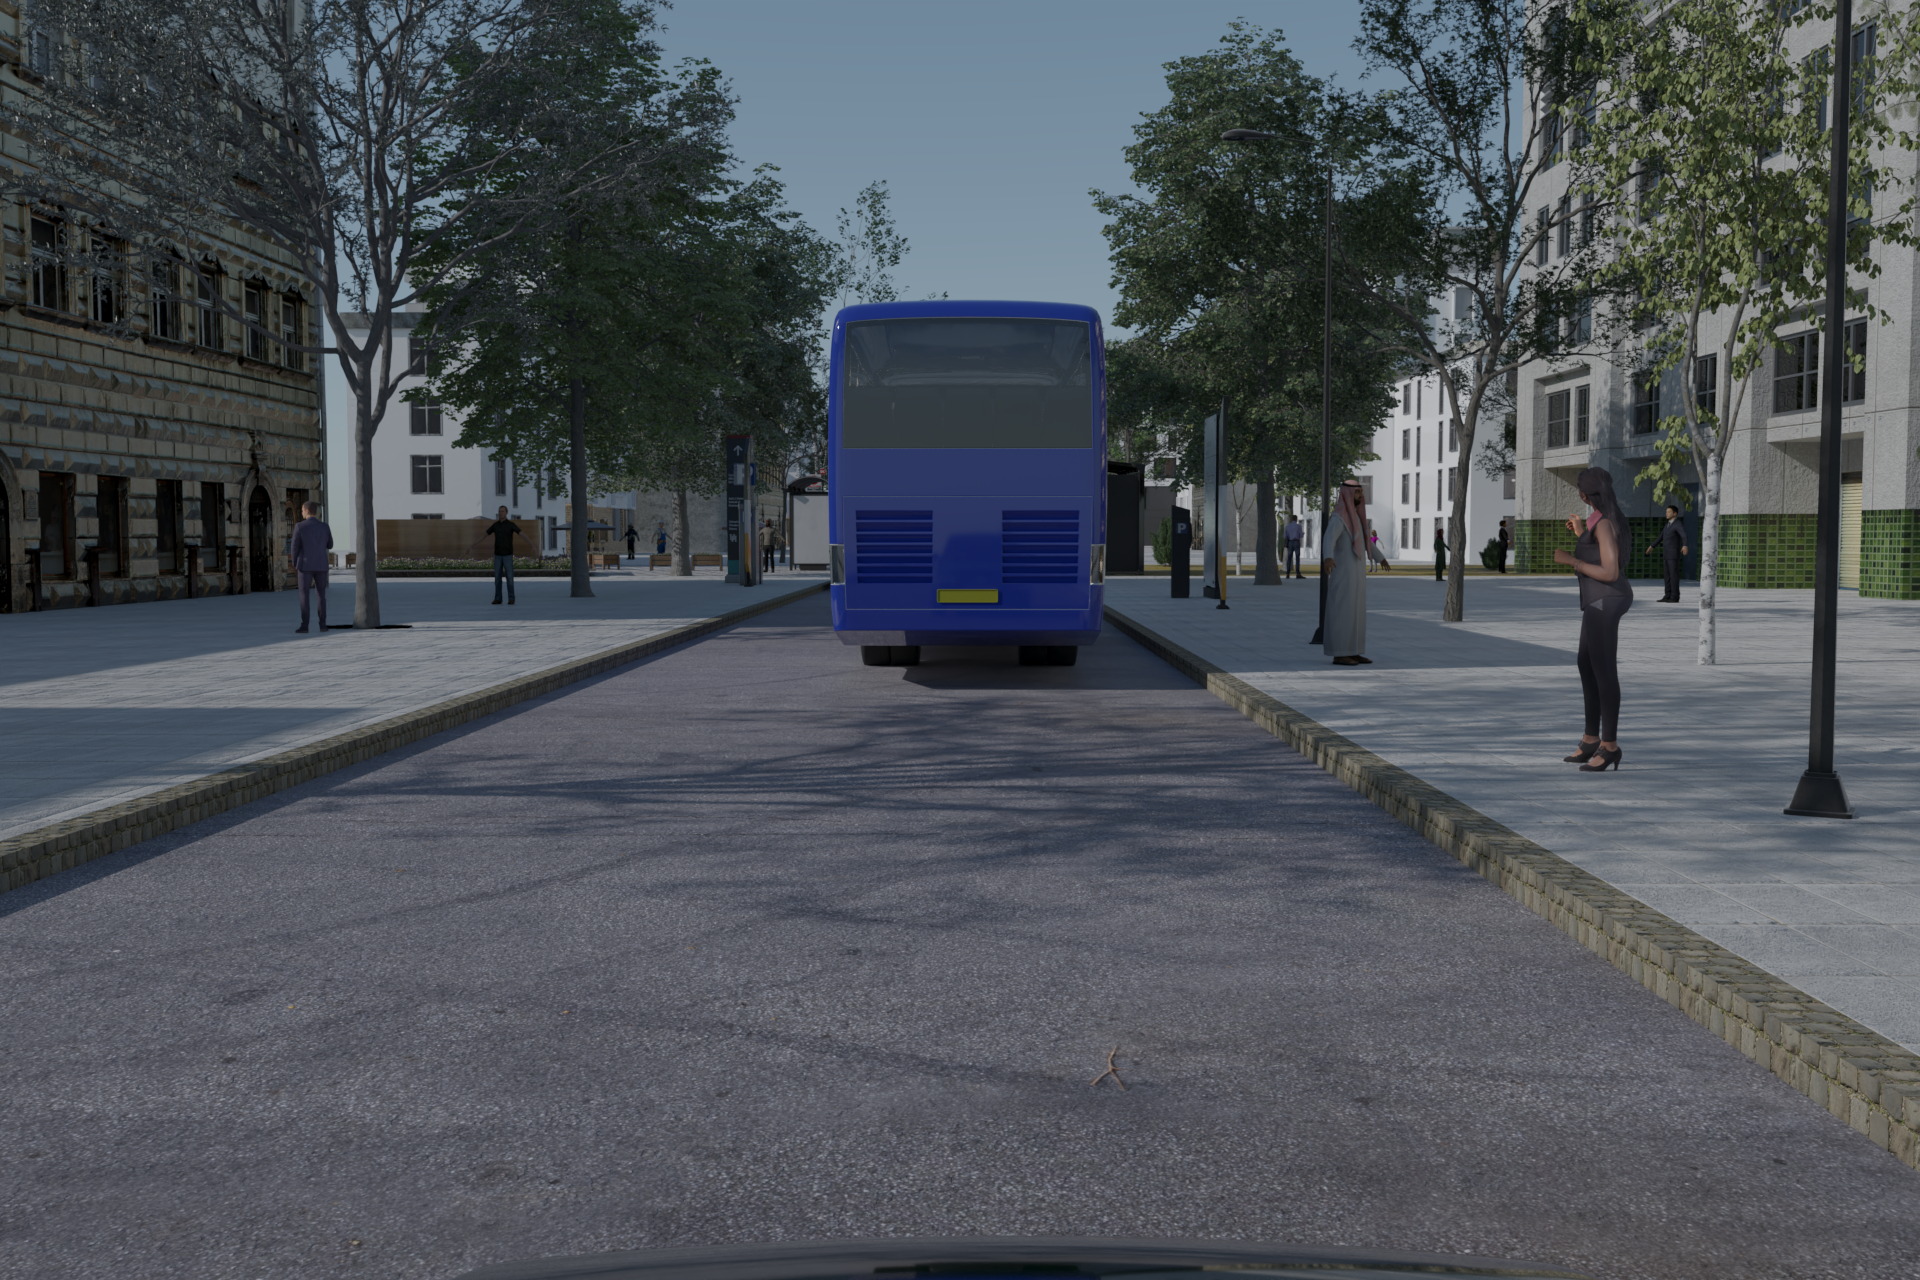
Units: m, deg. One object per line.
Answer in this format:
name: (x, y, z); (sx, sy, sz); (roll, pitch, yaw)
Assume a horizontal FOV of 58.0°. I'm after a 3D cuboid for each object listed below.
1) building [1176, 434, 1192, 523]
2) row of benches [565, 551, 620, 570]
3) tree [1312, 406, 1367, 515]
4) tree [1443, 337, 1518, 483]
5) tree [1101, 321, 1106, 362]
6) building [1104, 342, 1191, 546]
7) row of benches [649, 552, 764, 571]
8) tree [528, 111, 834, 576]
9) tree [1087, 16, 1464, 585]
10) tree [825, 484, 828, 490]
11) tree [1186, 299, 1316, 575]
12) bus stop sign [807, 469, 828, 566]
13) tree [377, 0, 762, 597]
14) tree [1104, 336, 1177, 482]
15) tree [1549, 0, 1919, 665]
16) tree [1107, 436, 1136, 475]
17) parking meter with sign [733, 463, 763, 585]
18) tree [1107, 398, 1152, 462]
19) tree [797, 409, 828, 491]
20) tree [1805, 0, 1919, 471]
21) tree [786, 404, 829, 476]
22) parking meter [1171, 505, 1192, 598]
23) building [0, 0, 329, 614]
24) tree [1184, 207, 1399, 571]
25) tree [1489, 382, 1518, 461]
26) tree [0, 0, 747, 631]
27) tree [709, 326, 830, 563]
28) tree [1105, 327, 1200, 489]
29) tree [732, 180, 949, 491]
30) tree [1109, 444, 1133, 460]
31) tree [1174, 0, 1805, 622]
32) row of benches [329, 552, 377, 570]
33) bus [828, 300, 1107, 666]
building: (27.893, -19.877, 181.408); (16.016, 20.090, 11.380); (0, 4, 0)
row of benches: (-13.594, -2.958, 63.826); (1.422, 0.672, 4.104); (-2, 4, -32)
tree: (14.214, -7.153, 67.321); (4.737, 8.622, 4.395); (0, 3, 0)
tree: (22.505, -7.931, 64.080); (8.767, 10.594, 7.601); (-2, 4, -27)
tree: (9.768, -18.214, 153.679); (12.611, 20.169, 13.585); (0, 3, 0)
building: (27.669, -21.827, 200.850); (27.936, 21.610, 32.646); (0, 4, 1)
row of benches: (-8.801, -2.775, 60.837); (4.104, 0.672, 1.422); (0, 4, -4)
tree: (-8.541, -8.910, 52.340); (9.857, 13.997, 8.962); (0, 3, 0)
tree: (7.751, -8.356, 43.282); (9.857, 13.997, 8.962); (0, 3, 0)
tree: (-15.598, -20.988, 249.814); (9.857, 13.997, 8.962); (0, 3, 0)
tree: (8.743, -6.316, 53.626); (4.737, 8.622, 4.395); (0, 3, 0)
bus stop sign: (-5.808, -5.008, 70.577); (0.855, 3.939, 0.416); (0, 4, 0)
tree: (-7.700, -7.119, 34.530); (7.486, 12.596, 7.792); (0, 3, 0)
tree: (7.684, -9.872, 87.162); (9.928, 11.665, 9.643); (0, 3, 0)
tree: (7.552, -4.065, 16.819); (4.737, 8.622, 4.395); (0, 3, 0)
tree: (8.164, -8.978, 97.151); (4.737, 8.622, 4.395); (0, 3, 0)
parking meter with sign: (-5.265, -2.886, 43.442); (0.543, 3.016, 1.738); (0, 4, 2)
tree: (7.978, -10.549, 106.892); (8.767, 10.594, 7.601); (1, 4, 13)
tree: (-6.639, -10.710, 109.521); (7.601, 10.594, 8.767); (-1, 4, -21)
tree: (6.251, -3.667, 10.325); (4.360, 8.622, 3.978); (0, 3, 0)
tree: (-7.629, -13.133, 125.094); (12.009, 13.543, 11.850); (0, 3, 0)
parking meter: (4.435, -1.771, 34.675); (0.399, 1.863, 0.255); (0, 4, 1)
building: (-24.406, -12.283, 31.750); (19.493, 23.208, 18.063); (0, 4, 0)
tree: (11.434, -8.704, 60.446); (7.486, 12.596, 7.792); (0, 3, 0)
tree: (23.785, -7.445, 72.093); (4.360, 8.622, 3.978); (0, 3, 0)
tree: (-8.064, -6.905, 23.260); (12.009, 13.543, 11.850); (0, 3, 0)
tree: (-7.552, -8.697, 76.615); (7.601, 10.594, 8.767); (-1, 4, -18)
tree: (7.789, -8.636, 75.604); (7.601, 10.594, 8.767); (-3, 4, -37)
tree: (-6.690, -14.490, 92.803); (12.611, 20.169, 13.585); (0, 3, 0)
tree: (7.588, -12.862, 120.656); (12.009, 13.543, 11.850); (0, 3, 0)
tree: (7.134, -5.529, 24.810); (8.767, 10.594, 7.601); (1, 4, 15)
row of benches: (-21.803, -2.903, 62.933); (4.104, 0.672, 1.422); (0, 4, -8)
bus: (0.133, -1.843, 21.677); (2.896, 3.916, 12.251); (0, 4, 1)
